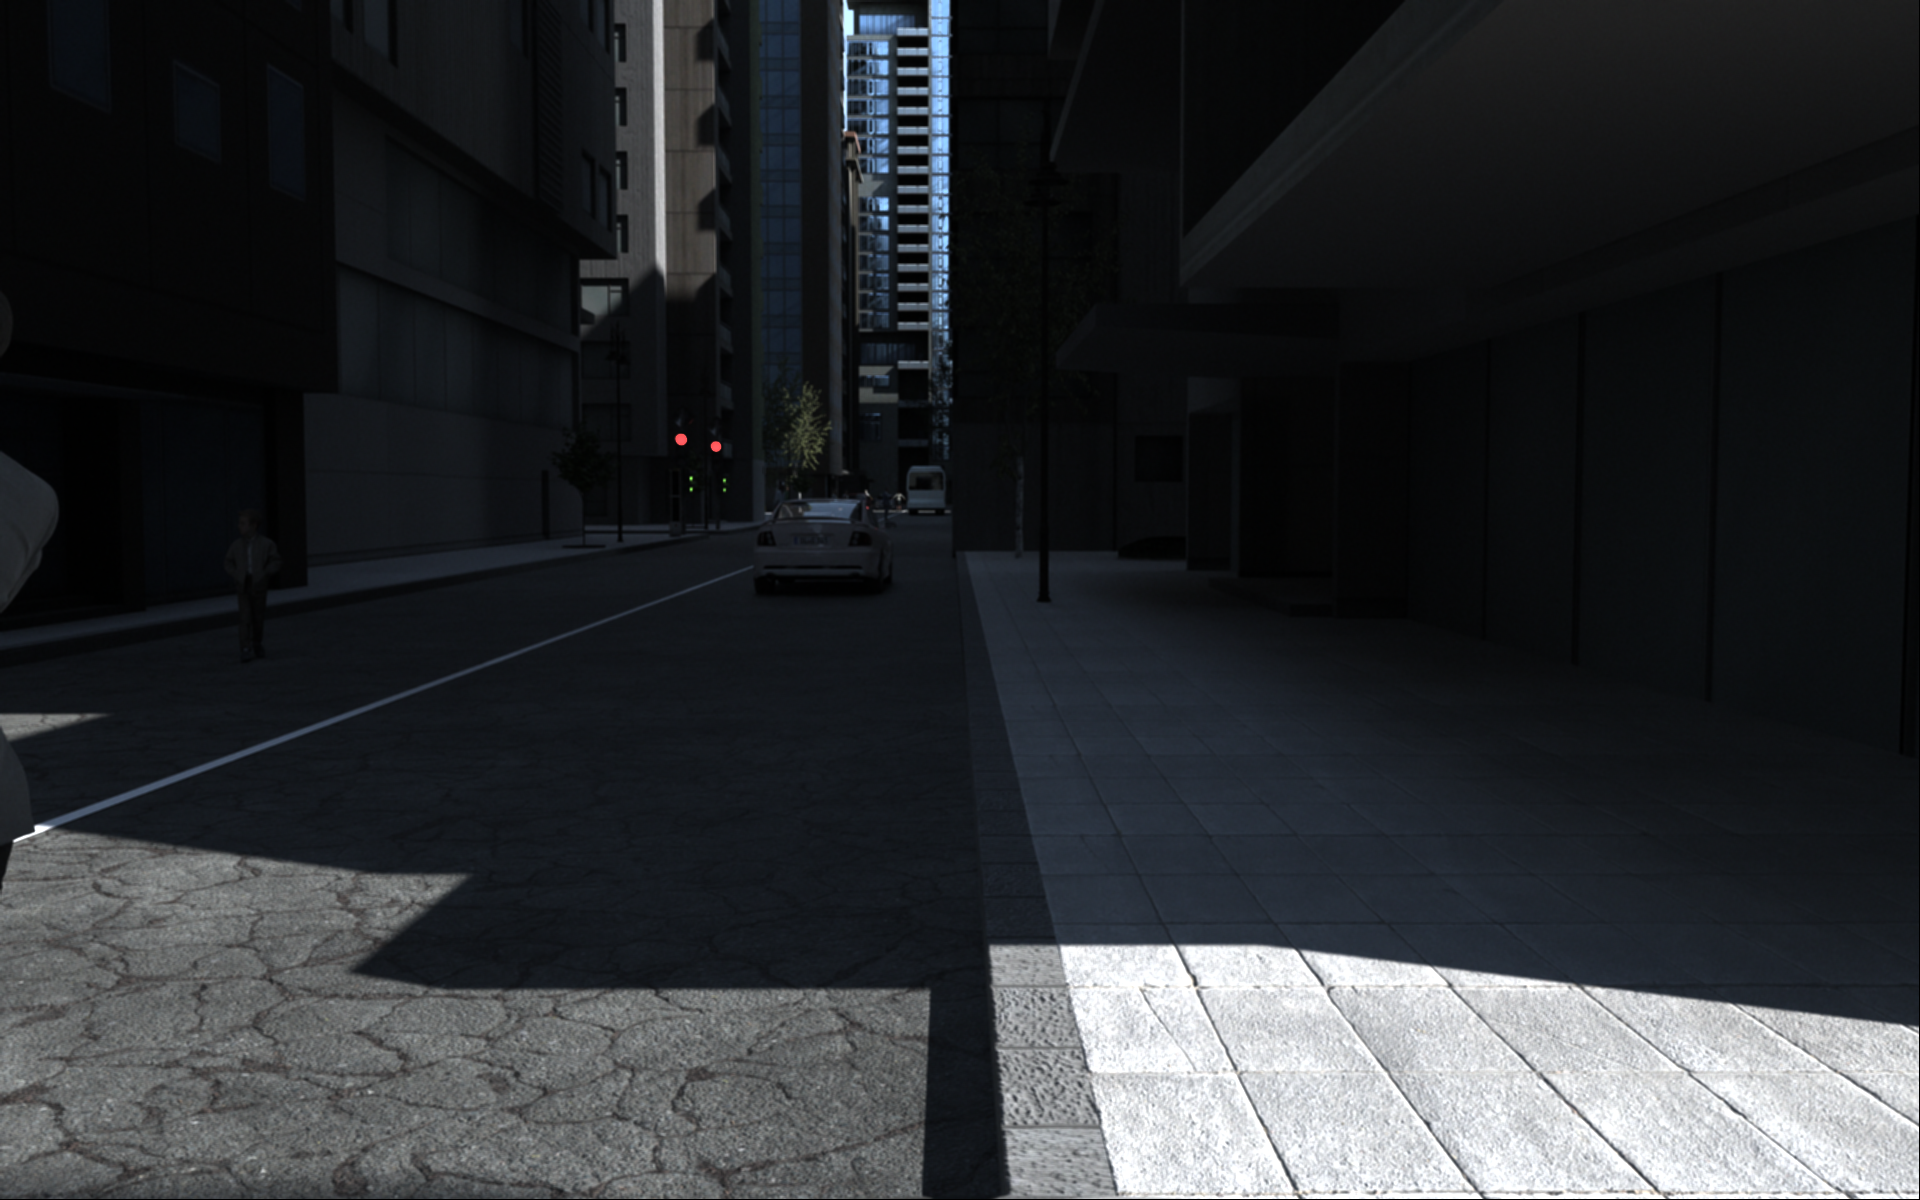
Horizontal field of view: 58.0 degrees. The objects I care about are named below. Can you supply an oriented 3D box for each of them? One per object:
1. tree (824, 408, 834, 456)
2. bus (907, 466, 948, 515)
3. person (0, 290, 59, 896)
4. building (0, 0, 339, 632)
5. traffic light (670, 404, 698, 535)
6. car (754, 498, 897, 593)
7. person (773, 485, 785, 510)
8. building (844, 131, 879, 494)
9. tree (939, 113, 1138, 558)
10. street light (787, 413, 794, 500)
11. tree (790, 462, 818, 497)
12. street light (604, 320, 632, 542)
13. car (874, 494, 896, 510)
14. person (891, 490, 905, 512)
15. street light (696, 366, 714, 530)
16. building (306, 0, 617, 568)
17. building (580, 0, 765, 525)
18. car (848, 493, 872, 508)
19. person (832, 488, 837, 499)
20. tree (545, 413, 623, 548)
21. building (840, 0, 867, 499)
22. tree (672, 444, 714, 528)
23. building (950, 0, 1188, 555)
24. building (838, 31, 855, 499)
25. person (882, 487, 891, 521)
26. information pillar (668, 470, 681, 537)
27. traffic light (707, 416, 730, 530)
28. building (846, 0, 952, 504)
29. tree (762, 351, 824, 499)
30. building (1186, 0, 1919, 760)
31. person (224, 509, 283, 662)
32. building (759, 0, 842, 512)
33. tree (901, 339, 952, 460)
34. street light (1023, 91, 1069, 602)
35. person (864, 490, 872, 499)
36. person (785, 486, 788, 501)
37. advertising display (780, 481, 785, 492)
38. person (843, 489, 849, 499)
[{"bbox_3d":[-10.492,-10.018,114.158,4.737,8.622,4.395,0,3,0],"label":"tree"},{"bbox_3d":[-2.312,-7.723,121.132,2.948,3.499,13.247,0,4,-1],"label":"bus"},{"bbox_3d":[-1.732,0.365,2.712,0.473,1.802,0.592,3,5,39],"label":"person"},{"bbox_3d":[-15.638,-22.386,16.117,14.600,45.320,14.200,0,4,0],"label":"building"},{"bbox_3d":[-8.658,-3.995,54.246,0.839,4.253,0.868,0,4,0],"label":"traffic light"},{"bbox_3d":[-2.028,-0.858,26.386,2.083,1.381,4.827,0,4,1],"label":"car"},{"bbox_3d":[-6.814,-3.468,65.474,0.793,1.790,0.793,0,4,-3],"label":"person"},{"bbox_3d":[-24.478,-33.520,202.676,28.867,44.769,22.147,0,4,0],"label":"building"},{"bbox_3d":[1.380,-5.155,34.645,4.737,8.622,4.395,0,3,0],"label":"tree"},{"bbox_3d":[-9.461,-7.522,95.767,0.468,5.910,1.993,0,4,0],"label":"street light"},{"bbox_3d":[-9.642,-6.750,104.972,1.663,3.219,1.824,0,3,0],"label":"tree"},{"bbox_3d":[-9.113,-4.495,46.277,0.468,5.910,1.993,0,4,0],"label":"street light"},{"bbox_3d":[-6.619,-8.661,153.611,2.014,1.417,4.499,0,4,-2],"label":"car"},{"bbox_3d":[-5.069,-8.134,142.276,1.217,1.735,0.721,-1,4,-21],"label":"person"},{"bbox_3d":[-9.176,-5.485,62.473,0.468,5.910,1.993,0,4,0],"label":"street light"},{"bbox_3d":[-23.655,-27.568,39.977,27.495,52.752,28.713,0,4,0],"label":"building"},{"bbox_3d":[-16.458,-24.005,76.076,14.154,41.232,14.086,0,4,0],"label":"building"},{"bbox_3d":[-7.113,-6.785,119.974,2.155,1.783,4.494,0,4,0],"label":"car"},{"bbox_3d":[-6.287,-4.713,86.311,0.760,1.731,0.466,-3,4,-38],"label":"person"},{"bbox_3d":[-8.890,-2.867,41.479,1.663,3.219,1.824,0,3,0],"label":"tree"},{"bbox_3d":[-20.107,-45.215,177.511,20.563,71.187,20.611,0,4,0],"label":"building"},{"bbox_3d":[-9.980,-4.328,65.356,1.663,3.219,1.824,0,3,0],"label":"tree"},{"bbox_3d":[6.814,-16.707,44.867,14.160,30.474,14.107,0,4,0],"label":"building"},{"bbox_3d":[-21.634,-32.570,152.129,23.786,49.044,30.456,0,4,0],"label":"building"},{"bbox_3d":[-3.964,-5.170,93.212,0.419,1.800,0.721,1,4,15],"label":"person"},{"bbox_3d":[-8.568,-2.906,52.004,0.304,2.012,0.304,-1,4,-22],"label":"information pillar"},{"bbox_3d":[-8.699,-4.484,62.231,0.839,4.253,0.868,0,4,0],"label":"traffic light"},{"bbox_3d":[-3.105,-56.170,231.042,31.000,86.520,22.319,0,4,0],"label":"building"},{"bbox_3d":[-9.608,-8.447,88.466,4.737,8.622,4.395,0,3,0],"label":"tree"},{"bbox_3d":[14.954,-26.070,15.481,28.713,52.752,27.495,0,4,0],"label":"building"},{"bbox_3d":[-6.105,-0.135,14.977,0.475,1.303,0.640,-1,4,-23],"label":"person"},{"bbox_3d":[-16.039,-29.154,126.784,14.600,45.320,14.200,0,4,0],"label":"building"},{"bbox_3d":[1.121,-9.917,96.562,8.767,10.594,7.601,-1,4,-11],"label":"tree"},{"bbox_3d":[1.000,-2.916,20.457,0.468,5.910,1.993,0,4,0],"label":"street light"},{"bbox_3d":[-7.707,-8.078,141.313,1.217,1.736,0.721,1,4,13],"label":"person"},{"bbox_3d":[-11.229,-6.496,112.498,0.529,1.795,0.600,1,4,14],"label":"person"},{"bbox_3d":[-8.756,-4.898,85.291,0.123,1.923,0.974,0,4,1],"label":"advertising display"},{"bbox_3d":[-7.244,-6.108,109.202,0.643,1.720,0.563,2,4,25],"label":"person"}]
